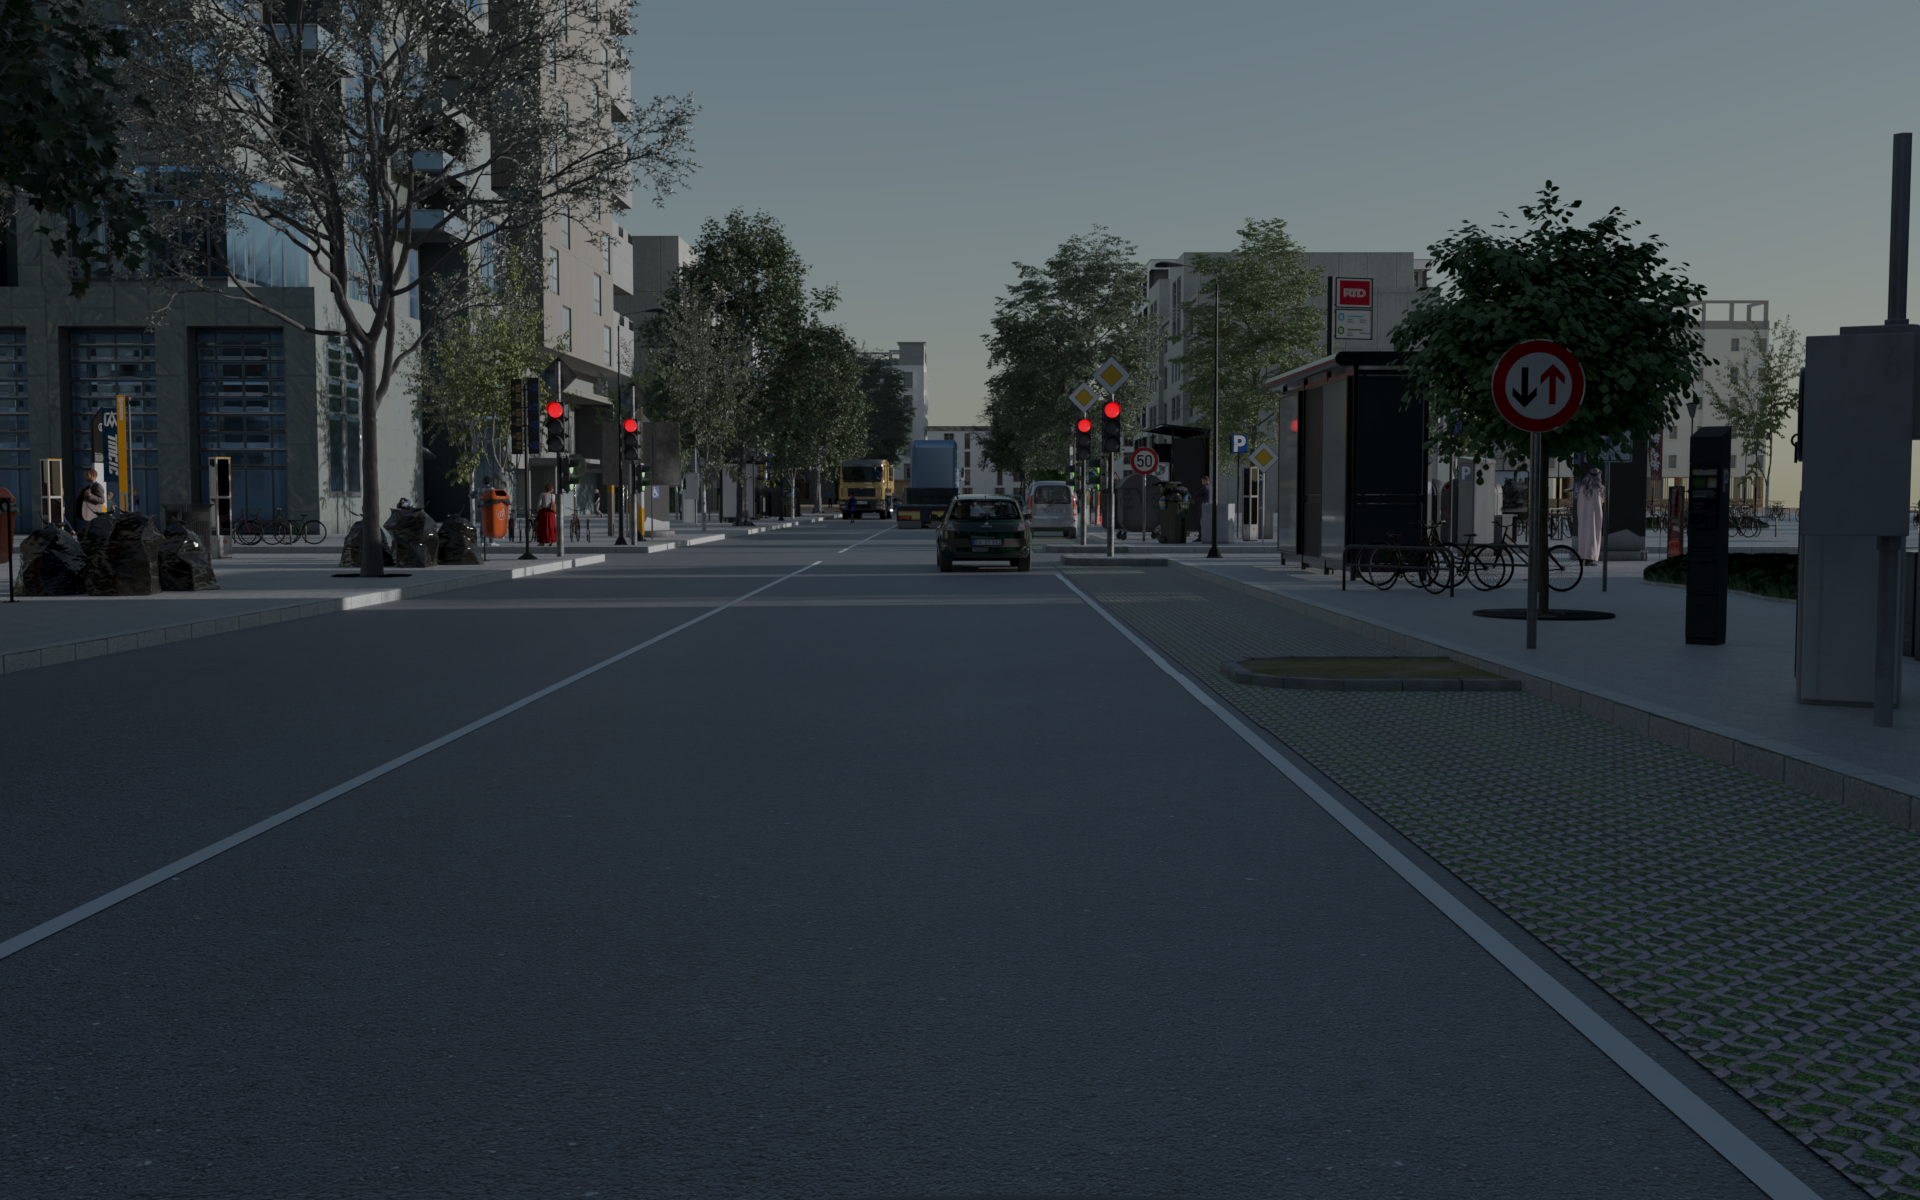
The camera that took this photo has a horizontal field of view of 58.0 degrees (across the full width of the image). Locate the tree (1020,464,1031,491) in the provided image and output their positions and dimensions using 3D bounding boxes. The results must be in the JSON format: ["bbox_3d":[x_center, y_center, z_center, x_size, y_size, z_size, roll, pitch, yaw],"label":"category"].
[{"bbox_3d":[5.303,-11.509,138.538,4.737,8.622,4.395,0,3,0],"label":"tree"}]

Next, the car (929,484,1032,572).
[{"bbox_3d":[0.422,-1.441,33.352,2.009,1.686,4.222,0,4,-2],"label":"car"}]

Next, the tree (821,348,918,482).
[{"bbox_3d":[-8.587,-15.011,152.079,9.857,13.997,8.962,0,3,0],"label":"tree"}]

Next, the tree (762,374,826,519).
[{"bbox_3d":[-8.700,-8.434,88.254,4.737,8.622,4.395,0,3,0],"label":"tree"}]

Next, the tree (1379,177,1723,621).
[{"bbox_3d":[6.162,-2.110,18.212,4.285,4.588,4.351,0,3,0],"label":"tree"}]

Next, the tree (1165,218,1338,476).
[{"bbox_3d":[12.254,-9.354,71.064,7.486,12.596,7.792,0,3,0],"label":"tree"}]

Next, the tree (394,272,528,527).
[{"bbox_3d":[-16.069,-6.460,55.990,4.360,8.622,3.978,0,3,0],"label":"tree"}]

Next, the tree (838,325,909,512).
[{"bbox_3d":[-8.734,-13.239,126.821,12.009,13.543,11.850,0,3,0],"label":"tree"}]

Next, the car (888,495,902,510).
[{"bbox_3d":[-5.525,-7.649,137.637,1.945,1.354,3.894,0,3,0],"label":"car"}]

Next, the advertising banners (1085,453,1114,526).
[{"bbox_3d":[5.640,-4.545,70.502,0.090,3.025,2.074,3,5,42],"label":"advertising banners"}]

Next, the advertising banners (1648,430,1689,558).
[{"bbox_3d":[14.119,-2.317,34.072,0.090,3.025,2.074,-1,4,-12],"label":"advertising banners"}]

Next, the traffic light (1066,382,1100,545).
[{"bbox_3d":[3.076,-3.331,43.381,0.839,4.253,0.868,0,3,0],"label":"traffic light"}]

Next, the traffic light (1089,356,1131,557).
[{"bbox_3d":[3.065,-2.843,35.396,0.839,4.253,0.868,0,3,0],"label":"traffic light"}]

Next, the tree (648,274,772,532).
[{"bbox_3d":[-8.547,-6.587,58.054,4.360,8.622,3.978,0,3,0],"label":"tree"}]

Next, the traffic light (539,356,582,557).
[{"bbox_3d":[-8.176,-2.842,35.395,0.839,4.253,0.868,0,3,0],"label":"traffic light"}]

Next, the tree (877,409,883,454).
[{"bbox_3d":[-9.367,-11.990,113.048,9.611,12.733,9.660,0,3,0],"label":"tree"}]

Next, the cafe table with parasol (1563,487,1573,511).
[{"bbox_3d":[40.869,-6.679,114.068,2.610,1.966,2.610,-2,4,-24],"label":"cafe table with parasol"}]

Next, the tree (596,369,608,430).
[{"bbox_3d":[-16.847,-7.066,65.890,4.737,8.622,4.395,0,3,0],"label":"tree"}]

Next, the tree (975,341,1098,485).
[{"bbox_3d":[5.742,-12.722,125.006,9.611,12.733,9.660,0,3,0],"label":"tree"}]

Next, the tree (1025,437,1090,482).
[{"bbox_3d":[5.128,-6.664,92.668,4.285,4.588,4.351,0,3,0],"label":"tree"}]

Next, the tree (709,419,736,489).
[{"bbox_3d":[-14.196,-8.304,86.128,4.737,8.622,4.395,0,3,0],"label":"tree"}]

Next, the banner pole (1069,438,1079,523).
[{"bbox_3d":[4.992,-5.309,76.825,0.401,3.779,0.863,1,4,23],"label":"banner pole"}]

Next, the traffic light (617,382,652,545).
[{"bbox_3d":[-8.166,-3.331,43.380,0.839,4.253,0.868,0,3,0],"label":"traffic light"}]

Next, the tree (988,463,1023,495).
[{"bbox_3d":[6.142,-14.445,170.591,7.601,10.594,8.767,3,4,37],"label":"tree"}]

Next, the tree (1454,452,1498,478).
[{"bbox_3d":[19.920,-4.452,67.384,1.663,3.219,1.824,0,3,0],"label":"tree"}]

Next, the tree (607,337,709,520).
[{"bbox_3d":[-14.575,-7.894,79.437,4.737,8.622,4.395,0,3,0],"label":"tree"}]

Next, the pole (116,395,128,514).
[{"bbox_3d":[-17.305,-2.566,35.795,0.158,3.312,0.155,0,3,0],"label":"pole"}]

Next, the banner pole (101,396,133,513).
[{"bbox_3d":[-21.501,-3.324,44.359,0.863,3.779,0.401,-2,4,-23],"label":"banner pole"}]

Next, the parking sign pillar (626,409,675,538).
[{"bbox_3d":[-9.254,-3.863,51.635,1.447,3.967,1.447,2,4,30],"label":"parking sign pillar"}]

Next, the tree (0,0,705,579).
[{"bbox_3d":[-9.103,-7.105,26.536,12.009,13.543,11.850,0,3,0],"label":"tree"}]

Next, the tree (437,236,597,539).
[{"bbox_3d":[-13.299,-6.095,50.019,4.737,8.622,4.395,0,3,0],"label":"tree"}]

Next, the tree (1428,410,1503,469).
[{"bbox_3d":[31.837,-10.820,111.319,8.767,10.594,7.601,0,4,5],"label":"tree"}]

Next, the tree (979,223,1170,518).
[{"bbox_3d":[5.335,-10.801,83.255,9.857,13.997,8.962,0,3,0],"label":"tree"}]

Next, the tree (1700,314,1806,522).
[{"bbox_3d":[32.880,-7.373,70.905,4.737,8.622,4.395,0,3,0],"label":"tree"}]

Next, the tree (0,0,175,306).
[{"bbox_3d":[-9.408,-5.681,9.892,9.611,12.733,9.660,0,3,0],"label":"tree"}]

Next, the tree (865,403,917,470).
[{"bbox_3d":[-8.751,-16.120,189.313,9.928,11.665,9.643,0,3,0],"label":"tree"}]

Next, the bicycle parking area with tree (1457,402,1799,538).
[{"bbox_3d":[20.346,-4.079,53.699,8.231,4.147,9.016,0,4,4],"label":"bicycle parking area with tree"}]

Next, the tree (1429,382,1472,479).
[{"bbox_3d":[22.370,-7.753,77.116,4.737,8.622,4.395,0,3,0],"label":"tree"}]

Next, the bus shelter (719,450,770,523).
[{"bbox_3d":[-9.889,-5.217,79.218,2.014,3.302,5.546,0,3,0],"label":"bus shelter"}]

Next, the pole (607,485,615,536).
[{"bbox_3d":[-10.599,-3.590,52.546,0.158,3.312,0.155,0,3,0],"label":"pole"}]

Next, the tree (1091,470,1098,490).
[{"bbox_3d":[8.399,-6.521,101.219,1.663,3.219,1.824,0,3,0],"label":"tree"}]

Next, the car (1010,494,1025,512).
[{"bbox_3d":[3.010,-5.513,102.142,2.014,1.417,4.499,0,4,0],"label":"car"}]

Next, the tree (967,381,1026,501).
[{"bbox_3d":[5.904,-15.177,158.505,12.009,13.543,11.850,0,3,0],"label":"tree"}]

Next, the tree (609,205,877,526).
[{"bbox_3d":[-8.725,-9.292,68.930,9.611,12.733,9.660,0,3,0],"label":"tree"}]

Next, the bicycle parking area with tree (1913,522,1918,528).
[{"bbox_3d":[41.411,-4.867,66.577,9.016,4.147,8.231,-3,4,-38],"label":"bicycle parking area with tree"}]

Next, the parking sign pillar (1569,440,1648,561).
[{"bbox_3d":[12.675,-2.770,33.755,1.447,3.967,1.447,0,4,0],"label":"parking sign pillar"}]
